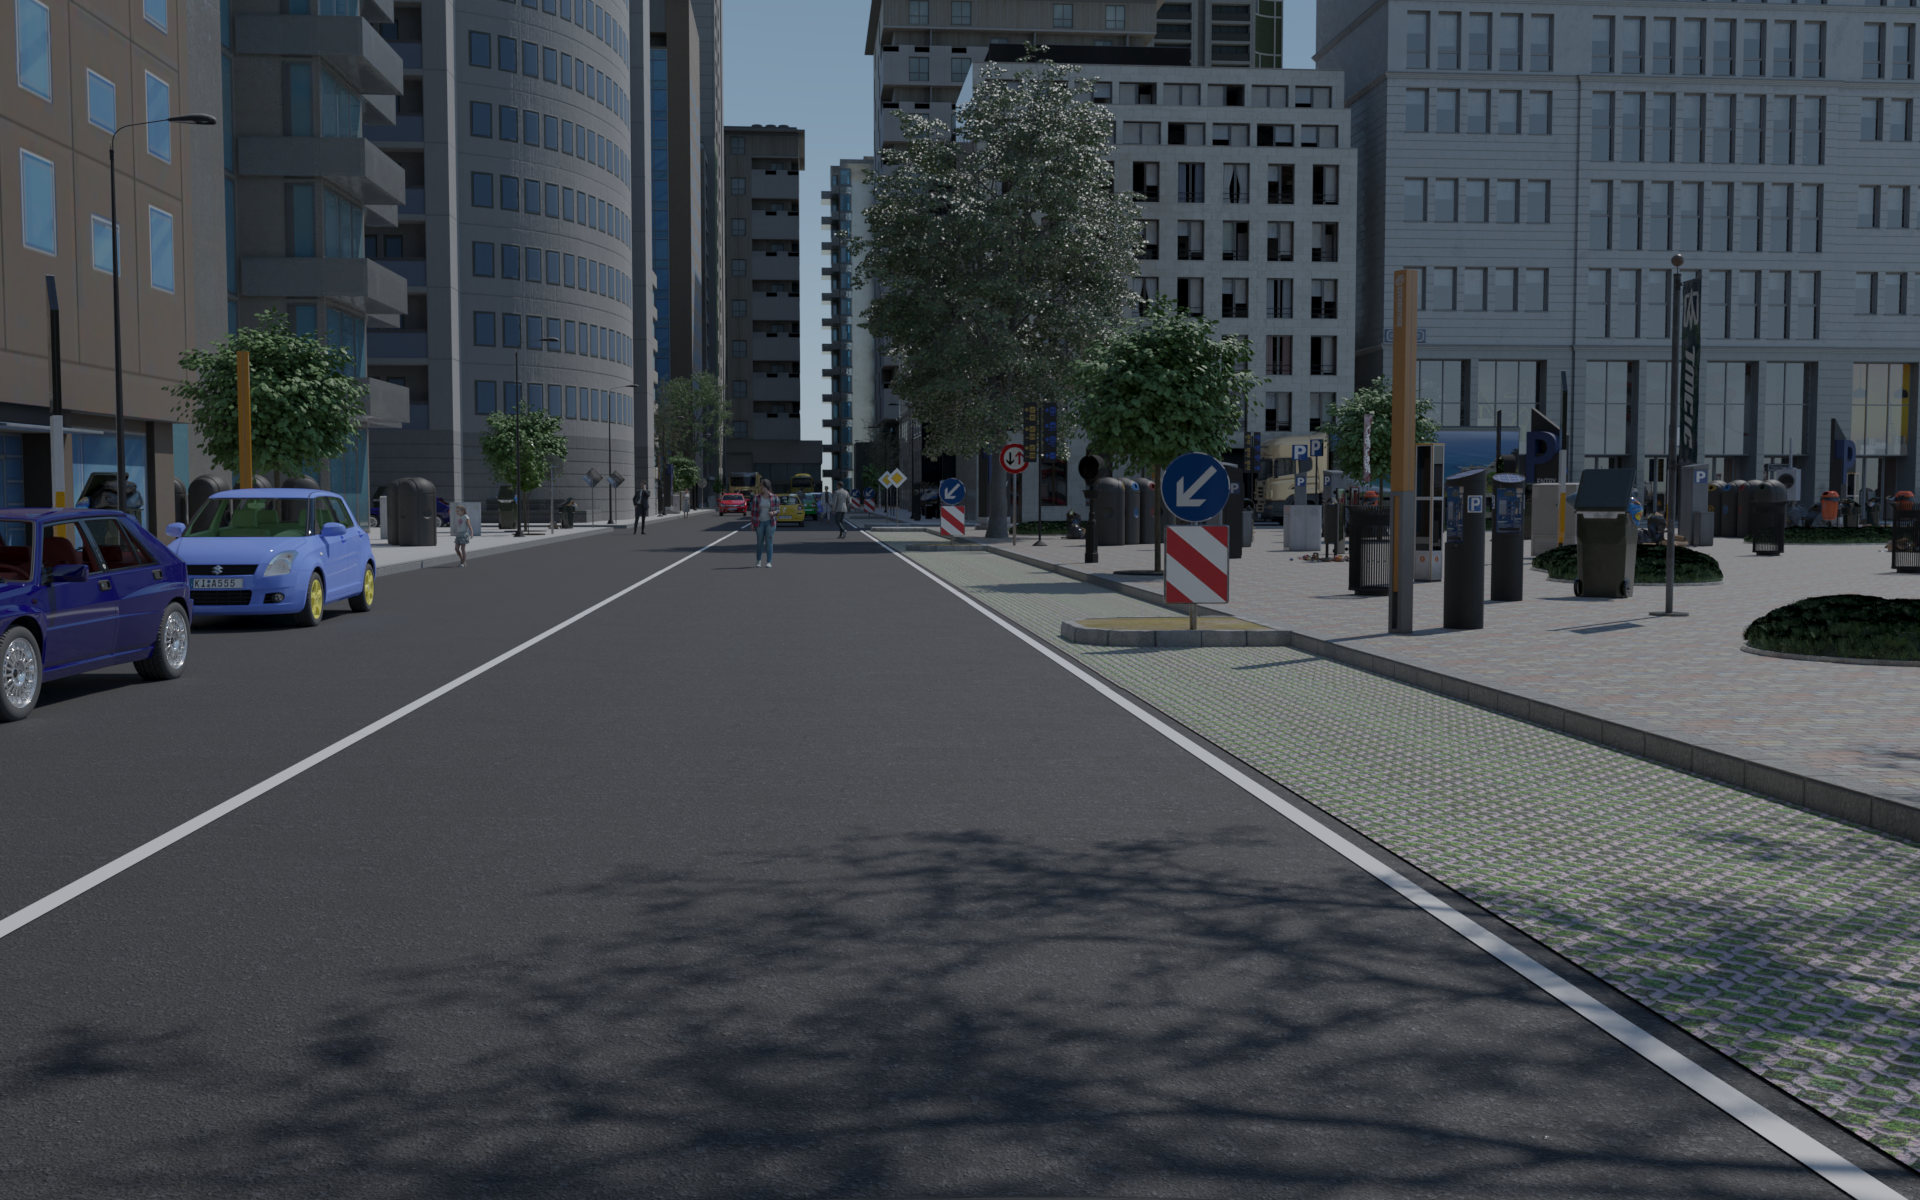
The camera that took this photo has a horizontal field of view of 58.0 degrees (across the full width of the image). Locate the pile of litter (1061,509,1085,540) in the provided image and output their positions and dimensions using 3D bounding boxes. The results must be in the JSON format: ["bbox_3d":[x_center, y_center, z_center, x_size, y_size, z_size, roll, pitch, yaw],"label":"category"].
[{"bbox_3d":[3.474,-2.173,49.499,1.176,0.858,1.719,0,4,3],"label":"pile of litter"}]

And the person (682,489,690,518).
[{"bbox_3d":[-16.099,-5.677,101.895,0.480,1.755,0.524,-2,4,-29],"label":"person"}]

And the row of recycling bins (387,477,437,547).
[{"bbox_3d":[-13.916,-2.241,43.750,1.069,1.692,3.534,-2,4,-24],"label":"row of recycling bins"}]

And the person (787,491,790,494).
[{"bbox_3d":[-17.800,-10.366,178.509,0.721,1.766,1.217,-2,4,-27],"label":"person"}]

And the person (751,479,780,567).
[{"bbox_3d":[-3.810,-1.505,33.948,0.563,1.720,0.643,0,4,0],"label":"person"}]

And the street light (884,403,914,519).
[{"bbox_3d":[-2.966,-7.102,88.655,1.470,5.913,1.316,0,4,-5],"label":"street light"}]

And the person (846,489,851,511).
[{"bbox_3d":[-8.355,-7.327,128.577,0.850,1.792,0.678,-2,4,-34],"label":"person"}]

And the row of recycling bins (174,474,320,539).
[{"bbox_3d":[-15.104,-1.769,36.039,3.534,1.692,1.069,0,4,-5],"label":"row of recycling bins"}]

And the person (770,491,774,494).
[{"bbox_3d":[-10.540,-5.326,97.398,0.330,1.601,0.589,0,4,0],"label":"person"}]

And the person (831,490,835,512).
[{"bbox_3d":[-10.168,-7.948,138.722,0.678,1.792,0.850,-2,4,-33],"label":"person"}]

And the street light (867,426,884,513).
[{"bbox_3d":[-5.648,-8.951,118.895,1.470,5.913,1.316,0,4,-5],"label":"street light"}]

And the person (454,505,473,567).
[{"bbox_3d":[-9.730,-1.259,34.100,0.505,1.210,0.382,2,4,33],"label":"person"}]

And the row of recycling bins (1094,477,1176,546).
[{"bbox_3d":[4.413,-2.272,44.263,1.069,1.692,3.534,2,4,35],"label":"row of recycling bins"}]

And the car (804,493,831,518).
[{"bbox_3d":[-8.816,-5.892,105.920,1.945,1.707,3.694,0,4,-5],"label":"car"}]

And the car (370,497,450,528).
[{"bbox_3d":[-22.271,-3.490,69.640,3.894,1.354,1.945,0,4,-7],"label":"car"}]

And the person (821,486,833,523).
[{"bbox_3d":[-6.597,-4.704,85.297,0.514,1.842,0.818,-2,4,-31],"label":"person"}]

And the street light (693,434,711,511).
[{"bbox_3d":[-19.962,-9.874,133.976,1.470,5.913,1.316,0,4,-5],"label":"street light"}]

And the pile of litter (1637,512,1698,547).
[{"bbox_3d":[16.894,-1.685,41.520,1.719,0.858,1.176,0,4,-2],"label":"pile of litter"}]

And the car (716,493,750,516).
[{"bbox_3d":[-14.926,-6.413,113.896,2.155,1.783,4.494,0,4,-7],"label":"car"}]

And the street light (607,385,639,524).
[{"bbox_3d":[-14.315,-6.176,73.523,1.470,5.913,1.316,0,4,-5],"label":"street light"}]

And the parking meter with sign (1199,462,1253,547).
[{"bbox_3d":[6.277,-2.756,41.316,1.738,3.016,0.543,-3,5,-42],"label":"parking meter with sign"}]

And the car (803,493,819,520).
[{"bbox_3d":[-8.736,-5.295,95.372,1.959,1.807,4.718,0,4,-5],"label":"car"}]

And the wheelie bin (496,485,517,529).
[{"bbox_3d":[-16.491,-3.386,63.262,0.980,1.594,0.693,1,4,9],"label":"wheelie bin"}]

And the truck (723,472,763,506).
[{"bbox_3d":[-19.270,-9.765,155.583,3.469,3.379,9.791,0,4,-4],"label":"truck"}]

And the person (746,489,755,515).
[{"bbox_3d":[-14.448,-6.808,120.158,0.721,1.781,0.623,0,4,7],"label":"person"}]

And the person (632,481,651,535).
[{"bbox_3d":[-11.301,-3.281,61.502,0.648,1.900,0.474,-1,4,-16],"label":"person"}]

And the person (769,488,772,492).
[{"bbox_3d":[-12.082,-6.217,110.023,0.818,1.842,0.514,-1,4,-18],"label":"person"}]

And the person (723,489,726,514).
[{"bbox_3d":[-16.684,-6.912,122.081,0.524,1.755,0.480,0,4,-2],"label":"person"}]

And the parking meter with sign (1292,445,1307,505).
[{"bbox_3d":[11.807,-3.909,60.176,0.543,3.016,1.738,1,4,10],"label":"parking meter with sign"}]

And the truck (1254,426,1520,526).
[{"bbox_3d":[17.393,-5.099,72.289,11.283,4.237,2.839,0,4,-4],"label":"truck"}]

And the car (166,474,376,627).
[{"bbox_3d":[-7.893,-0.621,19.743,1.945,1.707,3.694,0,4,-6],"label":"car"}]

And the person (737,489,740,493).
[{"bbox_3d":[-17.332,-7.750,135.308,0.391,1.810,0.635,-1,4,-19],"label":"person"}]

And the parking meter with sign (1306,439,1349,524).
[{"bbox_3d":[12.039,-3.622,55.488,1.738,3.016,0.543,-2,4,-31],"label":"parking meter with sign"}]

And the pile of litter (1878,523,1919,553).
[{"bbox_3d":[21.158,-1.501,38.506,1.719,0.858,1.176,-1,4,-9],"label":"pile of litter"}]

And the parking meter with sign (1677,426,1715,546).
[{"bbox_3d":[18.376,-2.881,43.357,0.543,3.016,1.738,0,4,0],"label":"parking meter with sign"}]

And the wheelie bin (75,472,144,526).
[{"bbox_3d":[-12.168,-1.039,24.891,0.693,1.594,0.980,1,4,22],"label":"wheelie bin"}]

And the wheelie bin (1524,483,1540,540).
[{"bbox_3d":[16.226,-2.516,49.052,0.980,1.594,0.693,-3,4,-36],"label":"wheelie bin"}]

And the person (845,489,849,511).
[{"bbox_3d":[-9.089,-7.884,137.505,0.767,1.812,0.694,-1,4,-10],"label":"person"}]

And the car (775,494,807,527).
[{"bbox_3d":[-7.762,-4.065,76.694,2.015,1.641,3.980,0,4,-6],"label":"car"}]

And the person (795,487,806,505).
[{"bbox_3d":[-8.198,-4.898,88.765,0.592,1.802,0.473,3,4,36],"label":"person"}]

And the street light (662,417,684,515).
[{"bbox_3d":[-17.195,-8.025,103.744,1.470,5.913,1.316,0,4,-5],"label":"street light"}]

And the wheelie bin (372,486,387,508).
[{"bbox_3d":[-24.024,-3.928,72.133,0.980,1.594,0.693,3,4,39],"label":"wheelie bin"}]

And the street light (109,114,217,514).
[{"bbox_3d":[-9.781,-2.980,21.269,1.470,5.913,1.316,0,4,-5],"label":"street light"}]

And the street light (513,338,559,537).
[{"bbox_3d":[-12.598,-4.829,51.496,1.470,5.913,1.316,0,4,-5],"label":"street light"}]

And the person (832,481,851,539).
[{"bbox_3d":[-3.784,-2.893,55.641,0.661,1.843,0.795,-3,5,-39],"label":"person"}]

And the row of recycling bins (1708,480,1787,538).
[{"bbox_3d":[23.133,-2.690,51.100,1.069,1.692,3.534,0,4,-8],"label":"row of recycling bins"}]

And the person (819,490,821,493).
[{"bbox_3d":[-15.710,-11.387,194.545,0.709,1.838,0.599,1,4,10],"label":"person"}]

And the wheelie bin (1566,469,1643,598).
[{"bbox_3d":[8.060,-0.840,21.640,0.980,1.594,0.693,3,4,36],"label":"wheelie bin"}]

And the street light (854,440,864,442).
[{"bbox_3d":[-8.404,-10.800,149.128,1.470,5.913,1.316,0,4,-5],"label":"street light"}]
